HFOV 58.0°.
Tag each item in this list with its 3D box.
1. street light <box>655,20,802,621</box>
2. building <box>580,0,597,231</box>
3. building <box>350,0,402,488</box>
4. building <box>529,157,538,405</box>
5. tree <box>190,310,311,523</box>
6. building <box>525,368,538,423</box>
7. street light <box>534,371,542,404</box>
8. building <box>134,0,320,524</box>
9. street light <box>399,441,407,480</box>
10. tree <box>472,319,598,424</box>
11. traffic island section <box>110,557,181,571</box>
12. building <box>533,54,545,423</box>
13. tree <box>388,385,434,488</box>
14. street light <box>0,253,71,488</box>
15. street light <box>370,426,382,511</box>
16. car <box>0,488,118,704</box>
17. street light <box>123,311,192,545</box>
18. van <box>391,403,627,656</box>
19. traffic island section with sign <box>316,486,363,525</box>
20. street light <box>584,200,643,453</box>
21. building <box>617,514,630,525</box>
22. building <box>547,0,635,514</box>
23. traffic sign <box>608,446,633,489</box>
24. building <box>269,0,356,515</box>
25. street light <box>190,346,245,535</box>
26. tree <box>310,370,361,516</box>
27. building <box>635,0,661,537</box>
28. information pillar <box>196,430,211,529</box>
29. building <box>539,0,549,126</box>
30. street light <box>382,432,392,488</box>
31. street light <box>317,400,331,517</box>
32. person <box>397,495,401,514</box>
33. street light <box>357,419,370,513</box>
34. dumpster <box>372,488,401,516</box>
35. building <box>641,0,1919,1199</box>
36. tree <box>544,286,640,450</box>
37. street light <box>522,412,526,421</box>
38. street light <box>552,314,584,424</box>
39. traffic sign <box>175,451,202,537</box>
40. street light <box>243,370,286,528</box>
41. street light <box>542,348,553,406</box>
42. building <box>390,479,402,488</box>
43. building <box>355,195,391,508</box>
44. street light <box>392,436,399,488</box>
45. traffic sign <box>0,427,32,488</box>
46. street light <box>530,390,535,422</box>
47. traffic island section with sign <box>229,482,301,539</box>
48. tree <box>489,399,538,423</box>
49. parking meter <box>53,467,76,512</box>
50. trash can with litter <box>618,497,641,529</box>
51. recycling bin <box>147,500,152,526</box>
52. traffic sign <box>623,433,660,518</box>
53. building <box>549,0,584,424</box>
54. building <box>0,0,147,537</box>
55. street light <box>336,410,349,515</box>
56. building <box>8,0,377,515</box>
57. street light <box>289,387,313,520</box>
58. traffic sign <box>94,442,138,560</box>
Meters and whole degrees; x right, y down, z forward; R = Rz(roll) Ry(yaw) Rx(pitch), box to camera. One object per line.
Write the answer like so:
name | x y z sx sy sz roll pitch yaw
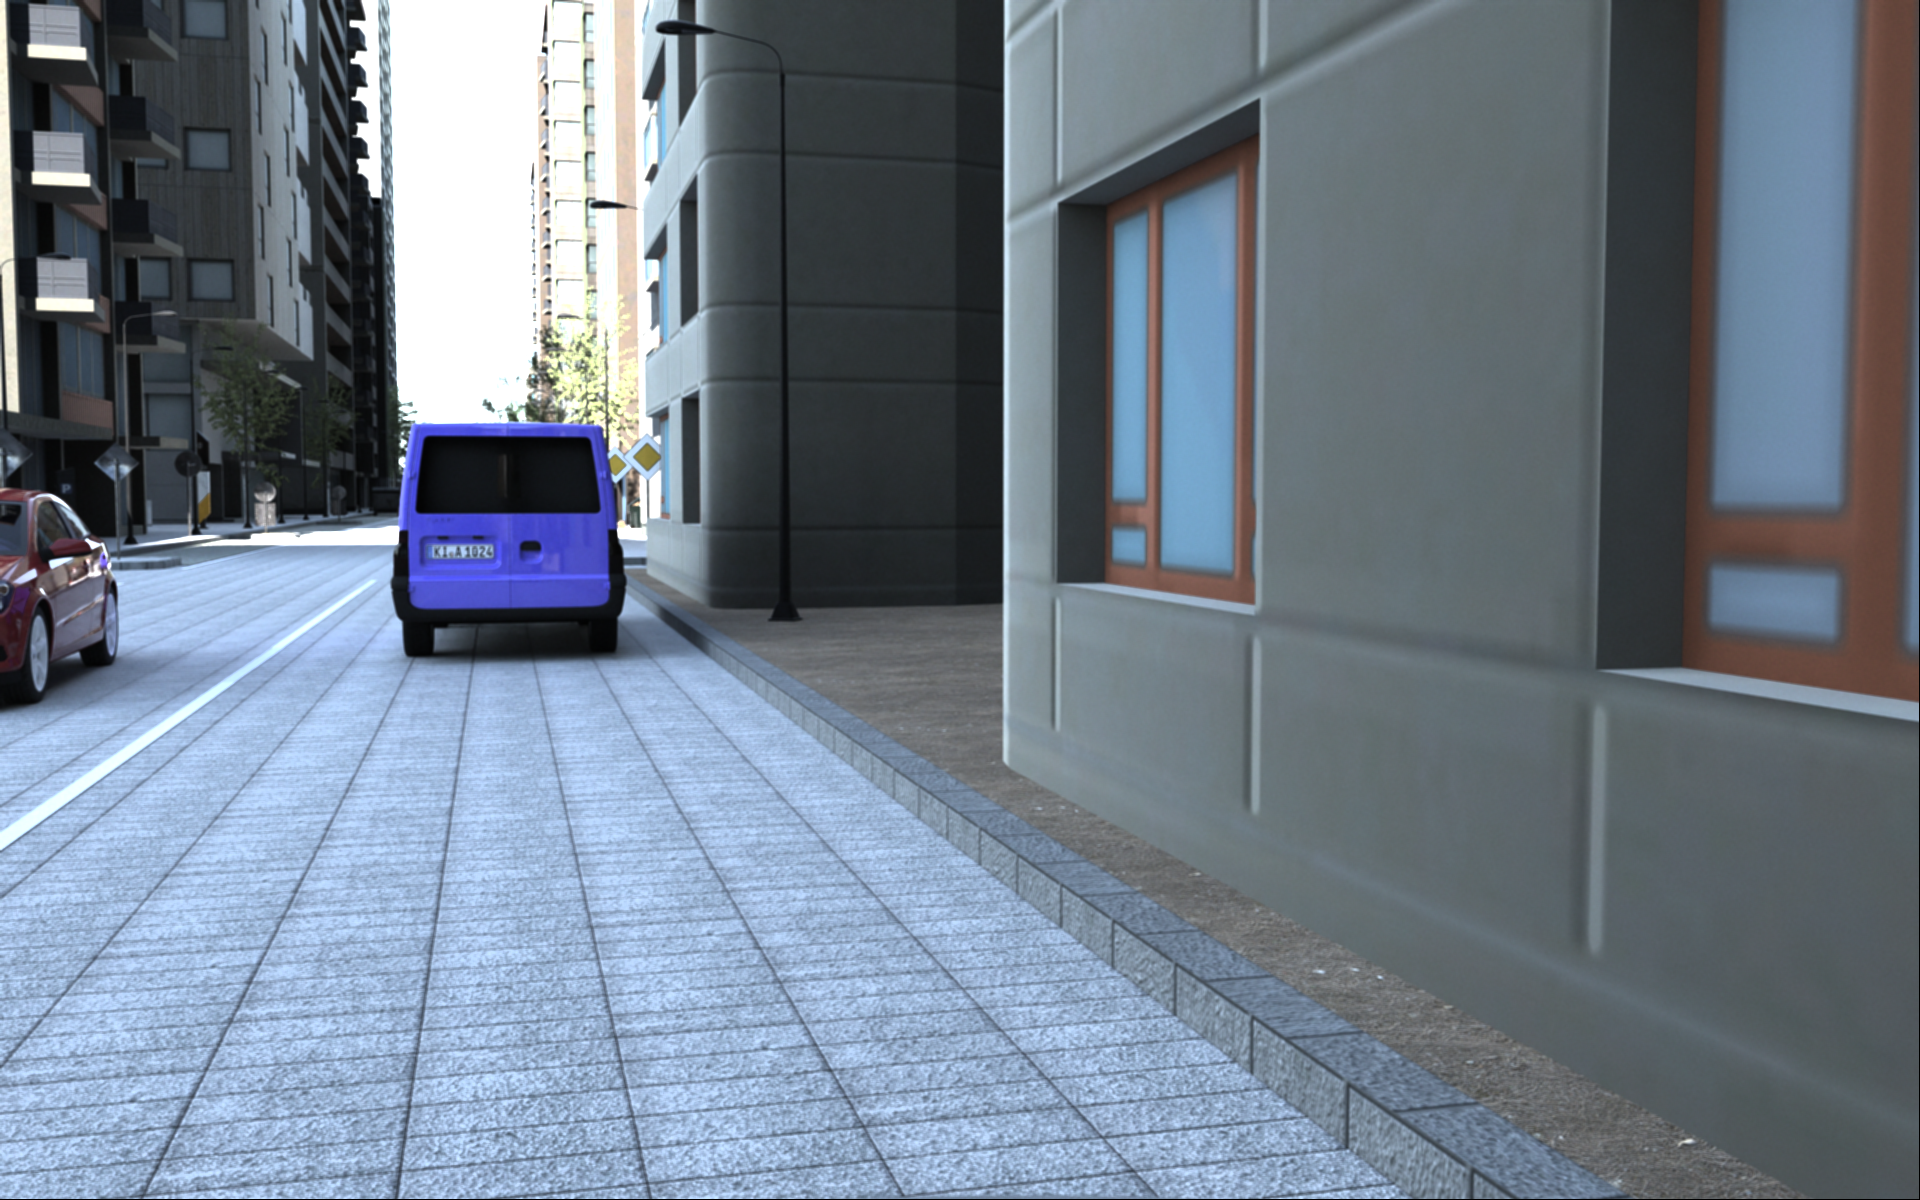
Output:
street light | -2.300 -2.737 17.287 1.470 5.913 1.316 -1 4 -15
building | -15.646 -20.341 104.284 14.160 30.474 14.107 -1 4 -15
building | -85.595 -48.793 236.013 20.563 71.187 20.611 -1 4 -15
building | -44.023 -34.822 223.956 22.147 44.769 28.867 -1 4 -15
tree | -28.554 -7.267 69.180 4.737 8.622 4.395 0 3 0
building | -49.017 -24.962 253.172 27.650 21.520 28.899 -1 4 -15
street light | -15.235 -5.696 65.678 1.470 5.913 1.316 -1 4 -15
building | -45.986 -30.080 81.047 28.713 52.752 27.495 -1 4 -15
street light | -49.162 -10.891 150.601 1.470 5.913 1.316 -1 4 -15
tree | -21.612 -9.621 91.712 8.767 10.594 7.601 -1 4 -14
traffic island section | -16.437 -0.704 33.795 2.009 0.180 2.903 -1 4 -15
building | -35.737 -32.147 175.706 14.600 45.320 14.200 -1 4 -15
tree | -59.112 -16.011 179.902 7.486 12.596 7.792 0 3 0
street light | -17.823 -3.722 33.392 1.470 5.913 1.316 -1 4 -15
street light | -40.505 -8.918 118.356 1.470 5.913 1.316 -1 4 -15
car | -7.551 -0.235 12.890 2.155 1.783 4.494 -1 4 -17
street light | -20.602 -4.375 44.077 1.470 5.913 1.316 -1 4 -15
van | -4.434 -0.778 17.107 2.240 2.365 5.245 -1 4 -14
traffic island section with sign | -29.198 -4.460 81.552 1.989 1.847 2.006 -1 4 -15
street light | -5.168 -3.373 27.697 1.470 5.913 1.316 -1 4 -15
building | -9.169 -26.205 78.565 14.600 45.320 14.200 -1 4 -15
building | -24.411 -29.602 134.097 14.600 45.320 14.200 -1 4 -15
traffic sign | -7.188 -1.989 36.171 0.795 2.450 0.064 -1 4 -15
building | -51.916 -29.915 112.811 21.300 48.544 21.600 -1 4 -15
street light | -23.515 -5.010 54.454 1.470 5.913 1.316 -1 4 -15
tree | -37.648 -9.299 102.405 4.737 8.622 4.395 0 3 0
building | 1.336 -26.129 50.913 21.600 48.544 21.300 -1 4 -15
information pillar | -27.829 -4.425 63.707 0.504 3.616 0.183 1 4 17
building | -26.117 -30.659 155.903 22.147 44.769 28.867 -1 4 -15
street light | -43.284 -9.554 128.744 1.470 5.913 1.316 -1 4 -15
street light | -31.819 -6.916 85.626 1.470 5.913 1.316 -1 4 -15
person | -29.716 -5.109 92.526 0.515 1.767 0.782 2 4 31
street light | -37.722 -8.270 107.751 1.470 5.913 1.316 -1 4 -15
dumpster | -37.656 -6.455 113.757 1.865 1.857 1.264 -1 4 -16
building | 12.044 -10.505 16.790 27.650 21.520 28.899 -1 4 -15
tree | -13.080 -6.857 62.476 4.737 8.622 4.395 0 3 0
street light | -23.801 -7.653 97.672 1.470 5.913 1.316 -1 4 -15
street light | -9.689 -4.423 44.865 1.470 5.913 1.316 -1 4 -15
traffic sign | -22.900 -3.139 51.425 0.768 2.556 0.104 -1 4 -9
street light | -26.170 -5.647 64.875 1.470 5.913 1.316 -1 4 -15
street light | -12.447 -5.059 55.259 1.470 5.913 1.316 -1 4 -15
building | -80.098 -30.712 194.022 32.217 40.220 23.993 -1 4 -15
building | -60.736 -23.759 160.168 14.160 30.474 14.107 -1 4 -15
street light | -46.113 -10.188 139.118 1.470 5.913 1.316 -1 4 -15
traffic sign | -14.358 -1.369 26.023 0.795 2.450 0.064 -1 4 -15
street light | -18.214 -6.383 76.904 1.470 5.913 1.316 -1 4 -15
traffic island section with sign | -22.246 -2.867 55.506 1.989 1.847 2.006 -1 4 -15
tree | -47.223 -16.104 189.060 9.928 11.665 9.643 0 3 0
parking meter | -19.532 -1.962 37.792 0.399 1.863 0.255 -3 4 -39
trash can with litter | -12.166 -3.204 63.778 1.055 1.170 0.624 -1 4 -19
recycling bin | -32.730 -3.452 68.989 0.722 1.027 0.722 1 4 17
traffic sign | -5.130 -1.518 28.454 0.795 2.450 0.064 -1 4 -15
building | -20.994 -26.665 119.574 14.154 41.232 14.086 -1 4 -15
building | -33.176 -23.791 43.605 22.147 44.769 28.867 -1 4 -15
street light | -34.650 -7.551 96.000 1.470 5.913 1.316 -1 4 -15
building | -59.039 -29.564 137.989 22.147 44.769 28.867 -1 4 -15
street light | -28.968 -6.282 75.257 1.470 5.913 1.316 -1 4 -15
traffic sign | -16.416 -1.841 33.739 0.795 2.450 0.064 -1 4 -15
